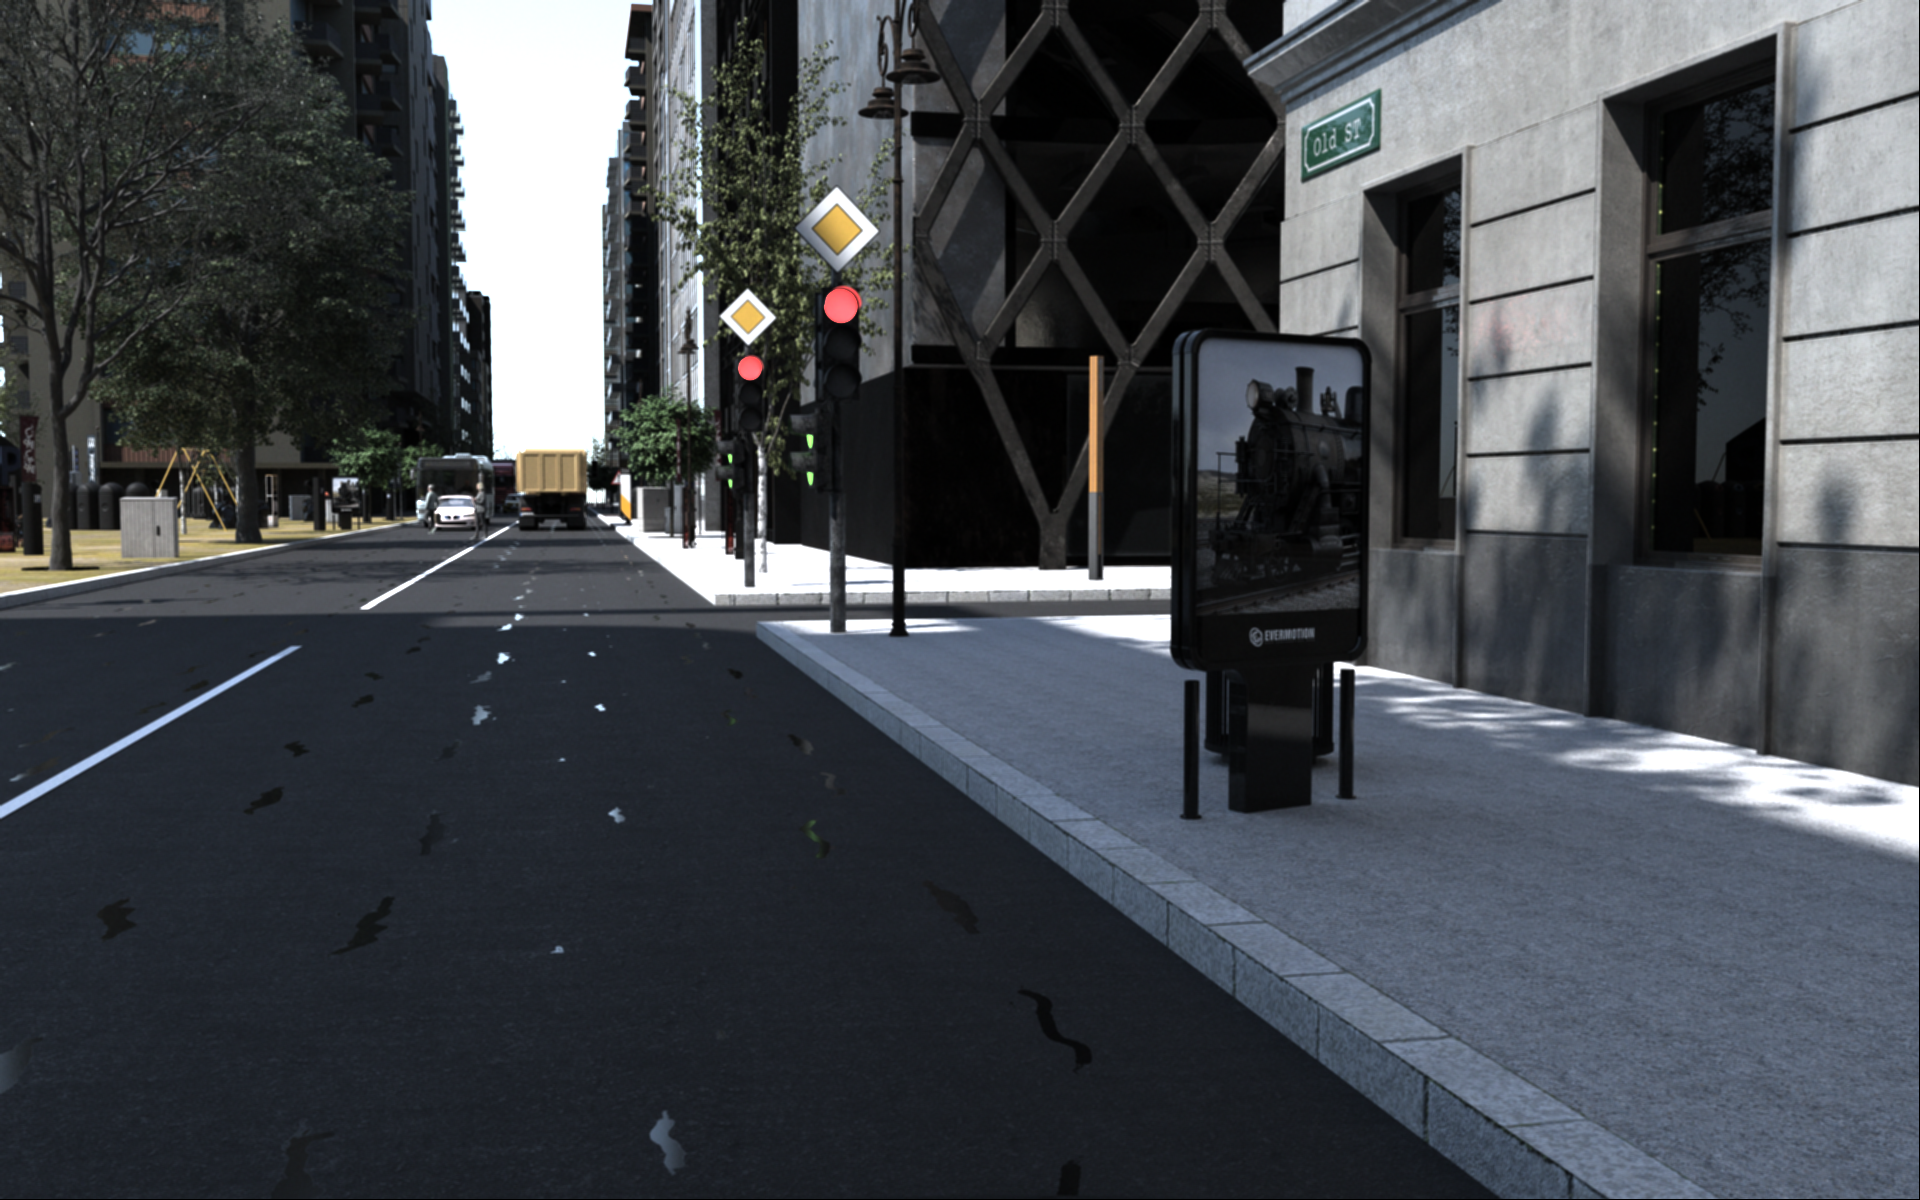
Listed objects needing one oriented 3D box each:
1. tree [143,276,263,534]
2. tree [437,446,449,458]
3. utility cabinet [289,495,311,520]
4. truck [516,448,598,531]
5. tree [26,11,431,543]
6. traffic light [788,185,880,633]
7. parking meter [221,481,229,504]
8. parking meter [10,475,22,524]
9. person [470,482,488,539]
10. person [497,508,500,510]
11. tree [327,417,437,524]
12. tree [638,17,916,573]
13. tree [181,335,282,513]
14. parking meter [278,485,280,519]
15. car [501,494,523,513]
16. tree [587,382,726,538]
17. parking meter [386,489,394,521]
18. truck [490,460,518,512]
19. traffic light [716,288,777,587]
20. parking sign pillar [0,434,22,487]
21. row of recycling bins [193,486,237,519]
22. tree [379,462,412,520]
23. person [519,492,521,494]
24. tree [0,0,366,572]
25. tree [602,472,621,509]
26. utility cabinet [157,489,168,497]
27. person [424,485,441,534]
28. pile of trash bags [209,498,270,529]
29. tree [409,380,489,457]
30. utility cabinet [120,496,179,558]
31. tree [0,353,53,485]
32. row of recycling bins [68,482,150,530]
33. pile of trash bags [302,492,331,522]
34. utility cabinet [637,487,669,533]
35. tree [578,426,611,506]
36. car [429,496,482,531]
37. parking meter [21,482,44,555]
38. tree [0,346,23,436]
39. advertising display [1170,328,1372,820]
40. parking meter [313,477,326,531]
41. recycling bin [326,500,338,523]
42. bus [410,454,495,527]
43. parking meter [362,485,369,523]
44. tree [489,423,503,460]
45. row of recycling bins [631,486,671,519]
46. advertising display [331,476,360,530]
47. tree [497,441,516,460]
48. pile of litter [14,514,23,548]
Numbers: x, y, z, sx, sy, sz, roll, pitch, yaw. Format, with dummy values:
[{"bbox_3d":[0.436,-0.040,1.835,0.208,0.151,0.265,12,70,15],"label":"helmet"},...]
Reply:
[{"bbox_3d":[-24.657,-6.419,55.310,4.360,8.622,3.978,0,3,0],"label":"tree"},{"bbox_3d":[-31.235,-7.181,101.125,4.285,4.588,4.351,0,3,0],"label":"tree"},{"bbox_3d":[-32.516,-4.539,85.377,0.306,1.237,1.020,3,5,40],"label":"utility cabinet"},{"bbox_3d":[-16.739,-4.622,71.490,3.469,3.379,9.791,-1,4,-11],"label":"truck"},{"bbox_3d":[-18.961,-8.490,45.460,9.857,13.997,8.962,0,3,0],"label":"tree"},{"bbox_3d":[-1.150,-1.653,15.946,0.839,4.253,0.868,-1,4,-13],"label":"traffic light"},{"bbox_3d":[-33.544,-4.486,79.061,0.255,1.863,0.399,-2,4,-33],"label":"parking meter"},{"bbox_3d":[-29.345,-2.953,53.992,0.255,1.863,0.399,1,4,17],"label":"parking meter"},{"bbox_3d":[-15.218,-2.822,54.831,0.526,1.800,0.537,-2,4,-28],"label":"person"},{"bbox_3d":[-42.591,-9.241,159.675,0.705,1.814,1.350,0,3,0],"label":"person"},{"bbox_3d":[-25.422,-5.539,74.280,4.285,4.588,4.351,0,3,0],"label":"tree"},{"bbox_3d":[-2.973,-4.743,27.912,4.737,8.622,4.395,0,3,0],"label":"tree"},{"bbox_3d":[-30.157,-7.447,72.122,4.737,8.622,4.395,0,3,0],"label":"tree"},{"bbox_3d":[-35.743,-5.180,90.410,0.255,1.863,0.399,3,5,39],"label":"parking meter"},{"bbox_3d":[-33.281,-7.298,129.539,2.015,1.641,3.980,-1,4,-13],"label":"car"},{"bbox_3d":[-8.548,-4.102,50.782,4.285,4.588,4.351,0,3,0],"label":"tree"},{"bbox_3d":[-27.627,-4.618,83.912,0.372,1.533,0.369,0,3,0],"label":"parking meter"},{"bbox_3d":[-37.784,-9.409,142.751,2.839,4.237,11.283,-1,4,-13],"label":"truck"},{"bbox_3d":[-2.916,-2.129,23.734,0.839,4.253,0.868,-1,4,-13],"label":"traffic light"},{"bbox_3d":[-38.860,-5.033,70.761,1.447,3.967,1.447,1,4,18],"label":"parking sign pillar"},{"bbox_3d":[-38.460,-5.057,89.795,1.069,1.692,3.534,1,4,14],"label":"row of recycling bins"},{"bbox_3d":[-28.051,-5.570,85.668,1.663,3.219,1.824,0,3,0],"label":"tree"},{"bbox_3d":[-56.898,-13.163,223.845,1.348,1.807,0.705,1,4,18],"label":"person"},{"bbox_3d":[-15.024,-7.247,28.863,12.009,13.543,11.850,0,3,0],"label":"tree"},{"bbox_3d":[-29.467,-9.371,147.810,1.663,3.219,1.824,0,3,0],"label":"tree"},{"bbox_3d":[-37.781,-4.489,82.077,0.318,1.500,1.173,-2,4,-34],"label":"utility cabinet"},{"bbox_3d":[-19.120,-3.297,62.888,0.515,1.767,0.782,1,4,16],"label":"person"},{"bbox_3d":[-26.546,-3.322,64.073,1.912,1.369,3.447,-2,4,-33],"label":"pile of trash bags"},{"bbox_3d":[-33.482,-9.918,112.515,4.360,8.622,3.978,0,3,0],"label":"tree"},{"bbox_3d":[-16.289,-1.446,34.808,1.020,1.237,0.306,-1,4,-10],"label":"utility cabinet"},{"bbox_3d":[-47.726,-8.347,86.835,4.360,8.622,3.978,0,3,0],"label":"tree"},{"bbox_3d":[-30.585,-3.346,61.825,3.534,1.692,1.069,1,4,10],"label":"row of recycling bins"},{"bbox_3d":[-30.145,-4.423,82.066,1.912,1.369,3.447,-1,4,-18],"label":"pile of trash bags"},{"bbox_3d":[-10.133,-2.969,57.224,0.318,1.500,1.173,2,4,35],"label":"utility cabinet"},{"bbox_3d":[-38.419,-14.154,181.786,4.737,8.622,4.395,0,3,0],"label":"tree"},{"bbox_3d":[-20.107,-3.469,69.084,2.083,1.381,4.827,-1,4,-13],"label":"car"},{"bbox_3d":[-19.531,-1.716,36.470,0.372,1.533,0.369,0,3,0],"label":"parking meter"},{"bbox_3d":[-43.979,-7.662,75.631,4.737,8.622,4.395,0,3,0],"label":"tree"},{"bbox_3d":[1.270,-0.111,7.032,0.974,1.923,0.123,-2,4,-32],"label":"advertising display"},{"bbox_3d":[-22.442,-3.362,60.676,0.255,1.863,0.399,1,4,14],"label":"parking meter"},{"bbox_3d":[-28.106,-3.995,77.872,0.722,1.027,0.722,-1,4,-17],"label":"recycling bin"},{"bbox_3d":[-22.832,-5.127,78.678,2.948,3.499,13.247,-1,4,-12],"label":"bus"},{"bbox_3d":[-26.791,-4.433,78.188,0.255,1.863,0.399,-3,5,-41],"label":"parking meter"},{"bbox_3d":[-46.961,-13.437,170.064,4.360,8.622,3.978,0,3,0],"label":"tree"},{"bbox_3d":[-15.658,-4.921,87.567,1.069,1.692,3.534,-2,4,-35],"label":"row of recycling bins"},{"bbox_3d":[-22.025,-3.480,62.112,0.974,1.923,0.123,-1,4,-13],"label":"advertising display"},{"bbox_3d":[-63.126,-17.864,242.437,4.737,8.622,4.395,0,3,0],"label":"tree"},{"bbox_3d":[-22.894,-1.704,41.824,1.176,0.858,1.719,0,4,0],"label":"pile of litter"}]
